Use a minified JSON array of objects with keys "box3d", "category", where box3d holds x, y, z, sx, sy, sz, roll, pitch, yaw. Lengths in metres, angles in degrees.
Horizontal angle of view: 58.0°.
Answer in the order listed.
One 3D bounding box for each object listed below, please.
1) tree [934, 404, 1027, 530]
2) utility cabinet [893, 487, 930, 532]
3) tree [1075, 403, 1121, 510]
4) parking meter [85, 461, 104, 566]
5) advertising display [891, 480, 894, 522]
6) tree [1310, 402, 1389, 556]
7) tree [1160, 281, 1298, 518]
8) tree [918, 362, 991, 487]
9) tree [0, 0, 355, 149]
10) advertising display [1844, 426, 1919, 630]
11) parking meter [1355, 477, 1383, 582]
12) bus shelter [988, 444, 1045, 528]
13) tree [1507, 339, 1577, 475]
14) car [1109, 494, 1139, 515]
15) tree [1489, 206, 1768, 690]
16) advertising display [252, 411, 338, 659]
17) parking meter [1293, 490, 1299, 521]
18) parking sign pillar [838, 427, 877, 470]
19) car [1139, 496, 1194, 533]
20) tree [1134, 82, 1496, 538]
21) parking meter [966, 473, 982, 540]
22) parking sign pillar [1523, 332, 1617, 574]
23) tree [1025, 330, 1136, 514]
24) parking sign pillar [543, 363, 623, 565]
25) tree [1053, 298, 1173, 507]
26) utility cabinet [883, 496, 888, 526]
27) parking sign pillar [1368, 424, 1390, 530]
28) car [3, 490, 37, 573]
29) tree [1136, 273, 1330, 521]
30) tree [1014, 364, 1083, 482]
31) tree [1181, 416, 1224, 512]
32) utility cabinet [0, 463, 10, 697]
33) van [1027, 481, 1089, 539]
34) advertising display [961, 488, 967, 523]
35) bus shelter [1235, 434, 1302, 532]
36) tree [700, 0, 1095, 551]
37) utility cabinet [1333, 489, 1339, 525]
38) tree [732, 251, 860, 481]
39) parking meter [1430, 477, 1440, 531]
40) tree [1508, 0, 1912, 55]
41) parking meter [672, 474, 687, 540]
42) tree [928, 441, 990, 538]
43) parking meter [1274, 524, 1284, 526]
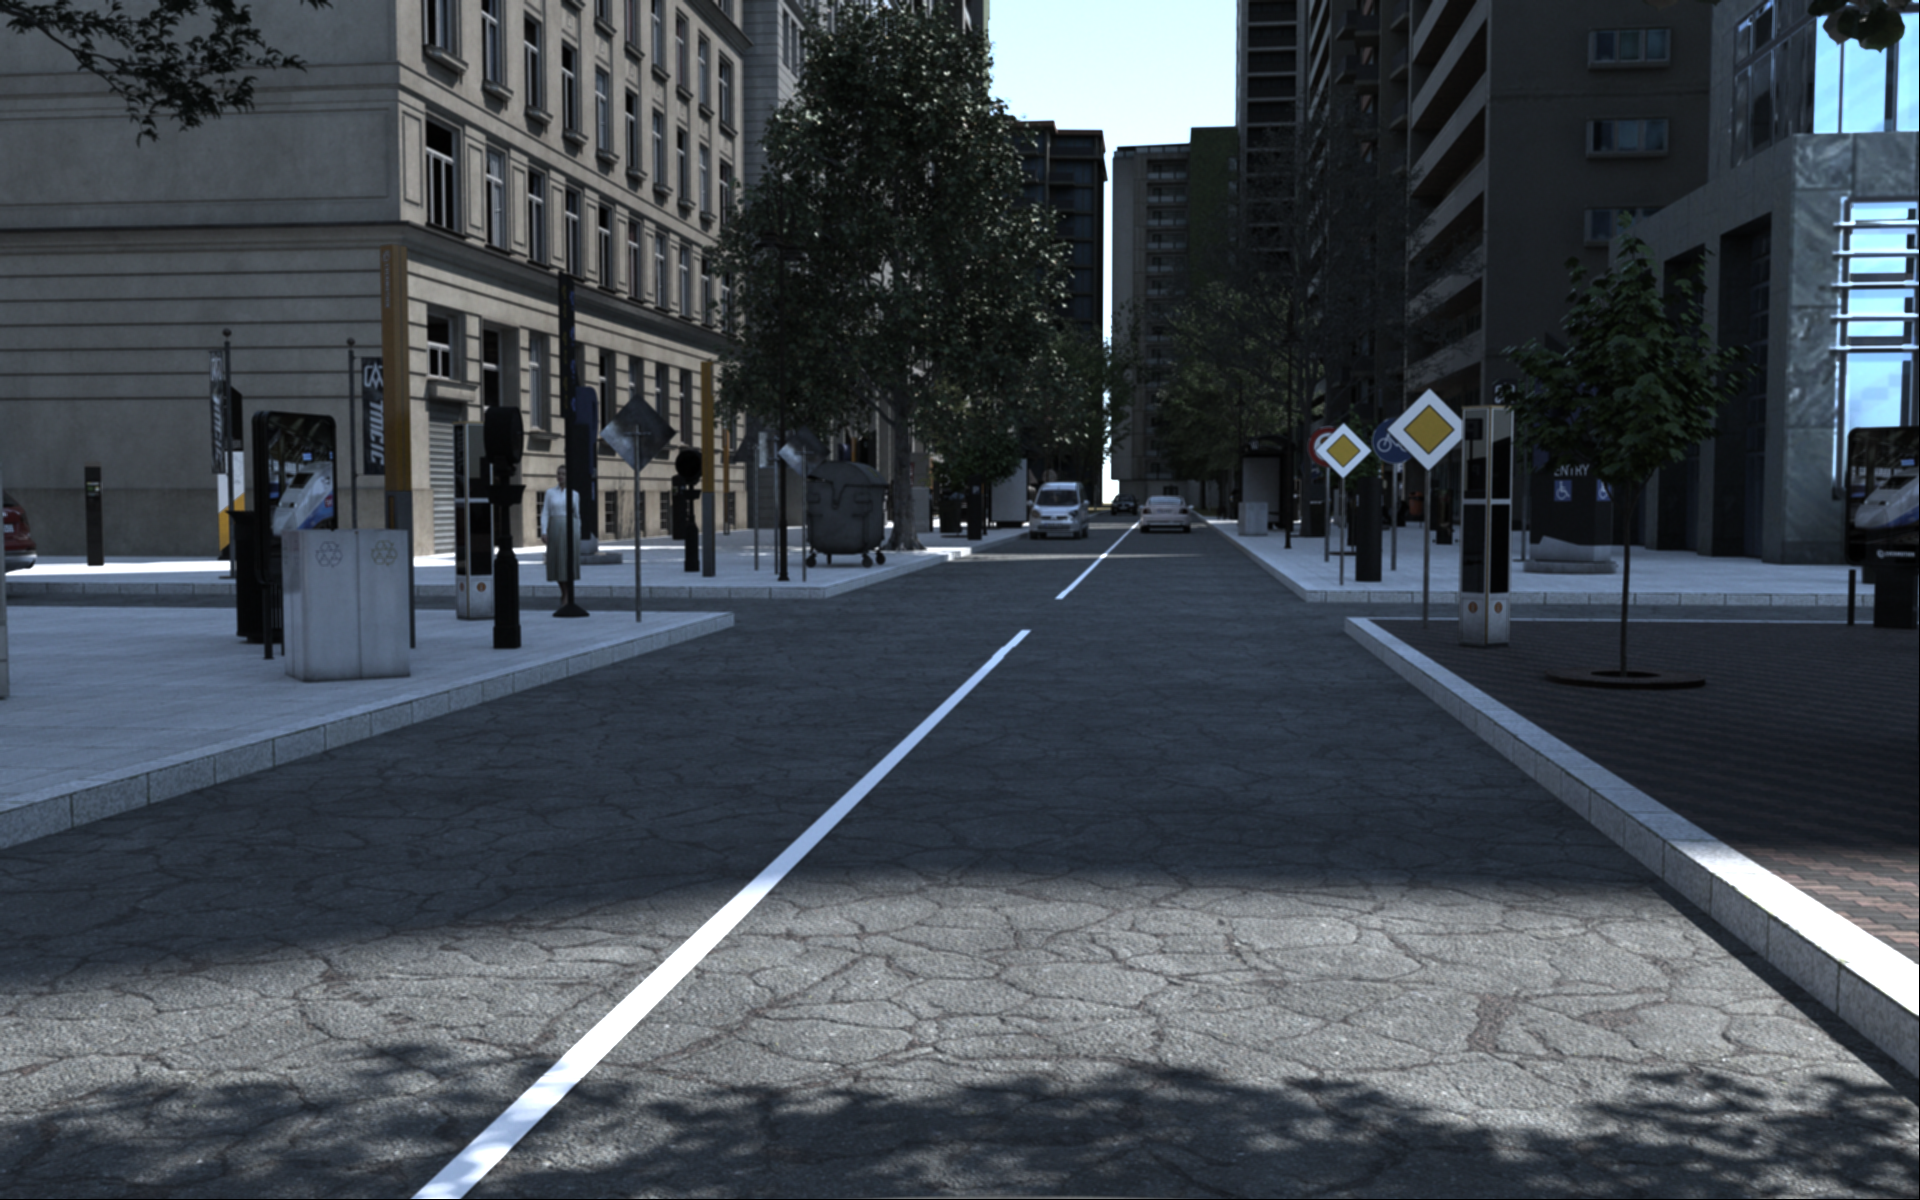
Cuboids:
[{"box3d":[0.765,-4.867,63.292,4.285,4.588,4.351,0,3,0],"category":"tree"},{"box3d":[-1.599,-2.965,57.162,1.173,1.500,0.318,0,4,6],"category":"utility cabinet"},{"box3d":[10.767,-11.459,137.717,4.737,8.622,4.395,0,3,0],"category":"tree"},{"box3d":[-15.454,-1.542,30.919,0.255,1.863,0.399,-2,4,-24],"category":"parking meter"},{"box3d":[-2.913,-4.499,78.766,0.123,1.923,0.974,1,4,18],"category":"advertising display"},{"box3d":[8.186,-2.569,36.597,1.663,3.219,1.824,0,3,0],"category":"tree"},{"box3d":[14.404,-10.636,92.026,7.486,12.596,7.792,0,3,0],"category":"tree"},{"box3d":[-0.407,-7.960,80.501,4.737,8.622,4.395,0,3,0],"category":"tree"},{"box3d":[-6.047,-4.461,7.345,7.601,10.594,8.767,-1,4,-23],"category":"tree"},{"box3d":[8.942,-0.690,16.502,0.123,1.923,0.974,-2,4,-35],"category":"advertising display"},{"box3d":[6.006,-1.040,25.423,0.372,1.533,0.369,0,3,0],"category":"parking meter"},{"box3d":[2.103,-4.520,67.833,2.014,3.302,5.546,0,4,7],"category":"bus shelter"},{"box3d":[12.802,-3.234,36.582,4.285,4.588,4.351,0,3,0],"category":"tree"},{"box3d":[11.289,-6.676,118.938,2.009,1.686,4.222,0,4,8],"category":"car"},{"box3d":[4.429,-1.054,11.838,1.663,3.219,1.824,0,3,0],"category":"tree"},{"box3d":[-5.290,-0.527,13.835,0.123,1.923,0.974,1,4,12],"category":"advertising display"},{"box3d":[15.861,-4.503,82.035,0.372,1.533,0.369,0,3,0],"category":"parking meter"},{"box3d":[-4.129,-5.103,71.899,1.447,3.967,1.447,-1,4,-11],"category":"parking sign pillar"},{"box3d":[7.771,-3.238,65.298,2.083,1.381,4.827,0,4,8],"category":"car"},{"box3d":[10.453,-8.617,51.261,12.009,13.543,11.850,0,3,0],"category":"tree"},{"box3d":[0.390,-2.607,48.337,0.399,1.863,0.255,-1,4,-18],"category":"parking meter"},{"box3d":[9.976,-2.432,28.241,1.447,3.967,1.447,-2,4,-31],"category":"parking sign pillar"},{"box3d":[7.465,-11.319,110.826,9.928,11.665,9.643,0,3,0],"category":"tree"},{"box3d":[-6.945,-2.649,31.785,1.447,3.967,1.447,0,4,-5],"category":"parking sign pillar"},{"box3d":[14.722,-18.952,165.751,12.611,20.169,13.585,0,3,0],"category":"tree"},{"box3d":[-3.345,-3.575,69.605,0.306,1.237,1.020,-3,5,-42],"category":"utility cabinet"},{"box3d":[14.640,-4.485,61.803,1.447,3.967,1.447,1,4,17],"category":"parking sign pillar"},{"box3d":[-15.467,-0.913,23.605,5.304,1.827,2.281,0,4,5],"category":"car"},{"box3d":[13.686,-9.555,81.980,9.928,11.665,9.643,0,3,0],"category":"tree"},{"box3d":[5.137,-8.909,96.026,4.360,8.622,3.978,0,3,0],"category":"tree"},{"box3d":[18.063,-10.740,125.962,4.360,8.622,3.978,0,3,0],"category":"tree"},{"box3d":[-6.477,-0.112,10.511,1.173,1.500,0.318,-3,4,-37],"category":"utility cabinet"},{"box3d":[3.233,-3.002,56.096,2.013,2.044,4.112,1,4,9],"category":"van"},{"box3d":[0.200,-4.430,77.645,0.974,1.923,0.123,0,4,-5],"category":"advertising display"},{"box3d":[10.760,-4.090,60.788,2.014,3.302,5.546,0,4,7],"category":"bus shelter"},{"box3d":[-1.407,-7.478,39.273,9.611,12.733,9.660,0,3,0],"category":"tree"},{"box3d":[15.603,-3.829,71.291,0.318,1.500,1.173,1,4,21],"category":"utility cabinet"},{"box3d":[-4.393,-6.135,50.674,4.360,8.622,3.978,0,3,0],"category":"tree"},{"box3d":[16.621,-3.367,60.756,0.255,1.863,0.399,-1,4,-17],"category":"parking meter"},{"box3d":[3.825,-5.863,2.512,9.857,13.997,8.962,0,3,0],"category":"tree"},{"box3d":[-7.878,-2.622,48.579,0.255,1.863,0.399,2,4,28],"category":"parking meter"},{"box3d":[-0.186,-3.478,51.462,1.663,3.219,1.824,0,3,0],"category":"tree"},{"box3d":[12.530,-3.808,67.973,0.399,1.863,0.255,0,4,-1],"category":"parking meter"}]
